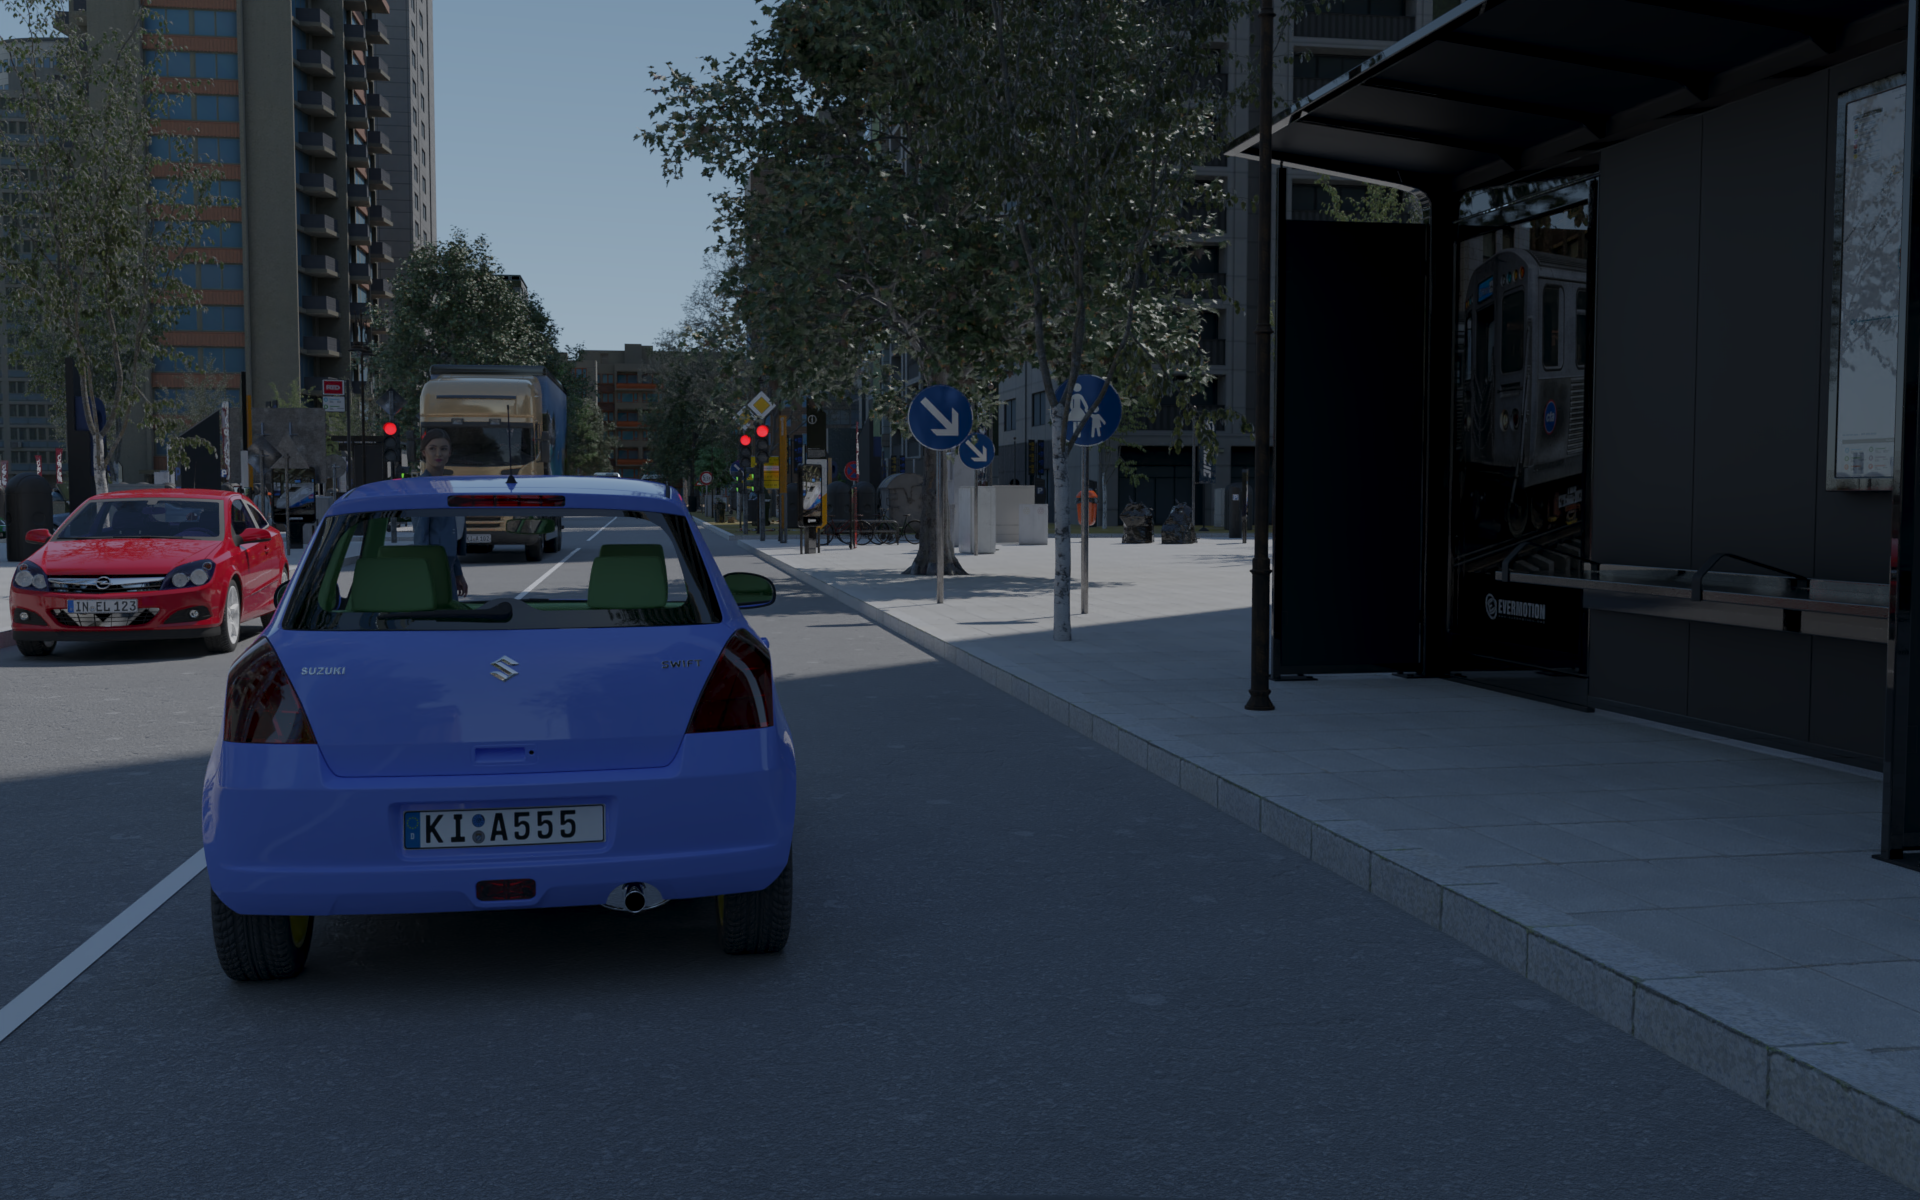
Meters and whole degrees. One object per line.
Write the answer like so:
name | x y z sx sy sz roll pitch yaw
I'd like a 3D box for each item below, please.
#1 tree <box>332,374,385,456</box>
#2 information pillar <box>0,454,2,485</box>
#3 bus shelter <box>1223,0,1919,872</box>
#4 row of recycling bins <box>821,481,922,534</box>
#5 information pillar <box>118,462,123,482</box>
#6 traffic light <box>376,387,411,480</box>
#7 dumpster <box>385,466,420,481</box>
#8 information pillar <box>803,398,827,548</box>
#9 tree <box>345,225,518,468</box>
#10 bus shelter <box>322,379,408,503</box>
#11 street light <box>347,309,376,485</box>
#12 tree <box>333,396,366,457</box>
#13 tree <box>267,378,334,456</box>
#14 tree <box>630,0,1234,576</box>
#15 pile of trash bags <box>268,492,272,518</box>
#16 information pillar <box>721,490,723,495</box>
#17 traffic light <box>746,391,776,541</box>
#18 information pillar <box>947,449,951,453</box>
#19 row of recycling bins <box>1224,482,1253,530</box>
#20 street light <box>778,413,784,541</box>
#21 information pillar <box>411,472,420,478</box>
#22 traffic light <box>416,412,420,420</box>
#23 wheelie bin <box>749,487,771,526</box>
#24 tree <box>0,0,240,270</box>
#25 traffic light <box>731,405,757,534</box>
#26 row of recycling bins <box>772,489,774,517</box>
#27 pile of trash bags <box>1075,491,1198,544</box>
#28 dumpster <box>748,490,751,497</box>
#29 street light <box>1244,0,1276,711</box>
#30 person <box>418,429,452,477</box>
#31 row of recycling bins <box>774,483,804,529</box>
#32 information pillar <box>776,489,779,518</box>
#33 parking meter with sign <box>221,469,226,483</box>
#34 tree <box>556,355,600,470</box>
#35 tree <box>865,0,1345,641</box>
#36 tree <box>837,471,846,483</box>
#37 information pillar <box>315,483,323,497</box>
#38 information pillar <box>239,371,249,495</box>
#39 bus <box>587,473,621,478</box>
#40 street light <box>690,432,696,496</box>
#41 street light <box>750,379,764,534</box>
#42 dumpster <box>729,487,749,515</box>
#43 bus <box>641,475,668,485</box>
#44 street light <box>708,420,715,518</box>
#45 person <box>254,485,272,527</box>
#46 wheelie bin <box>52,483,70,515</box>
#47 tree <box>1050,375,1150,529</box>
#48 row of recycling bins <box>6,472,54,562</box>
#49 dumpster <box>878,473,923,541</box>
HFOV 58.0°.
tree | -35.512 -9.358 103.370 4.360 8.622 3.978 0 3 0
information pillar | -56.903 -6.806 102.625 0.504 3.616 0.183 2 4 27
bus shelter | 3.175 -1.081 8.955 1.731 3.624 6.357 -1 4 -10
row of recycling bins | -2.720 -3.019 56.476 3.534 1.692 1.069 -2 4 -28
information pillar | -59.082 -7.987 121.948 0.504 3.616 0.183 2 4 32
traffic light | -14.864 -3.456 45.429 0.839 4.253 0.868 -1 4 -10
dumpster | -18.961 -3.467 59.179 1.502 2.255 1.985 -1 4 -10
information pillar | -3.443 -3.062 41.421 0.504 3.616 0.183 0 4 -2
tree | -21.538 -9.619 74.284 9.611 12.733 9.660 0 3 0
bus shelter | -21.660 -5.242 63.345 2.179 5.291 8.768 -1 4 -10
street light | -14.976 -4.324 43.477 0.468 5.910 1.993 -1 4 -10
tree | -43.623 -10.529 122.508 4.737 8.622 4.395 0 3 0
tree | -42.337 -9.704 109.031 4.737 8.622 4.395 0 3 0
tree | -0.311 -6.741 27.218 9.611 12.733 9.660 0 3 0
pile of trash bags | -36.114 -5.076 92.738 1.912 1.369 3.447 1 4 18
information pillar | -17.662 -8.365 128.123 0.183 3.616 0.504 1 4 20
traffic light | -5.410 -3.562 47.160 0.839 4.253 0.868 -1 4 -10
information pillar | -0.469 -4.829 70.305 0.183 3.616 0.504 -3 4 -38
row of recycling bins | 10.053 -3.395 62.622 1.069 1.692 3.534 1 4 8
street light | -4.870 -4.532 46.889 0.468 5.910 1.993 -1 4 -10
information pillar | -18.066 -3.260 57.801 0.304 2.012 0.304 2 4 35
traffic light | -16.295 -3.937 53.285 0.839 4.253 0.868 -1 4 -10
wheelie bin | -8.046 -3.764 69.452 0.693 1.594 0.980 2 4 32
tree | -11.140 -4.390 22.137 4.360 8.622 3.978 0 3 0
traffic light | -6.841 -4.043 55.017 0.839 4.253 0.868 -1 4 -10
row of recycling bins | -9.797 -5.503 97.083 1.069 1.692 3.534 -2 4 -30
pile of trash bags | 4.612 -2.190 45.558 3.447 1.369 1.912 2 4 28
dumpster | -14.069 -7.279 121.500 1.502 2.255 1.985 -1 4 -10
street light | 1.787 -2.285 10.151 0.468 5.910 1.993 -1 4 -10
person | -3.197 -0.117 10.441 0.654 1.822 0.581 1 4 20
row of recycling bins | -4.959 -3.494 64.235 3.534 1.692 1.069 1 4 20
information pillar | -9.683 -5.418 93.069 0.304 2.012 0.304 3 5 41
parking meter with sign | -52.585 -7.729 122.631 1.738 3.016 0.543 2 4 34
tree | -29.339 -11.821 119.030 9.928 11.665 9.643 0 3 0
tree | 0.933 -3.934 14.681 4.360 8.622 3.978 0 3 0
tree | -9.130 -8.066 126.477 1.663 3.219 1.824 0 3 0
information pillar | -25.029 -3.859 67.594 0.304 2.012 0.304 1 4 18
information pillar | -13.736 -2.563 33.257 0.183 3.616 0.504 -2 4 -28
bus | -29.958 -9.242 145.959 2.948 3.499 13.247 -1 4 -9
street light | -19.737 -9.515 128.351 0.468 5.910 1.993 -1 4 -10
street light | -6.512 -5.081 55.855 0.468 5.910 1.993 -1 4 -10
dumpster | -13.951 -6.338 109.390 1.264 1.857 1.865 -1 4 -10
bus | -30.204 -10.751 170.633 2.948 3.499 13.247 -1 4 -11
street light | -13.255 -7.330 92.627 0.468 5.910 1.993 -1 4 -10
person | -19.260 -2.347 47.869 0.522 1.701 0.512 3 5 44
wheelie bin | -26.694 -2.678 51.691 0.693 1.594 0.980 1 4 20
tree | 5.306 -6.903 63.224 4.737 8.622 4.395 0 3 0
row of recycling bins | -19.019 -1.558 32.578 3.534 1.692 1.069 -1 4 -20
dumpster | -1.525 -2.570 47.776 1.264 1.857 1.865 -1 4 -10
